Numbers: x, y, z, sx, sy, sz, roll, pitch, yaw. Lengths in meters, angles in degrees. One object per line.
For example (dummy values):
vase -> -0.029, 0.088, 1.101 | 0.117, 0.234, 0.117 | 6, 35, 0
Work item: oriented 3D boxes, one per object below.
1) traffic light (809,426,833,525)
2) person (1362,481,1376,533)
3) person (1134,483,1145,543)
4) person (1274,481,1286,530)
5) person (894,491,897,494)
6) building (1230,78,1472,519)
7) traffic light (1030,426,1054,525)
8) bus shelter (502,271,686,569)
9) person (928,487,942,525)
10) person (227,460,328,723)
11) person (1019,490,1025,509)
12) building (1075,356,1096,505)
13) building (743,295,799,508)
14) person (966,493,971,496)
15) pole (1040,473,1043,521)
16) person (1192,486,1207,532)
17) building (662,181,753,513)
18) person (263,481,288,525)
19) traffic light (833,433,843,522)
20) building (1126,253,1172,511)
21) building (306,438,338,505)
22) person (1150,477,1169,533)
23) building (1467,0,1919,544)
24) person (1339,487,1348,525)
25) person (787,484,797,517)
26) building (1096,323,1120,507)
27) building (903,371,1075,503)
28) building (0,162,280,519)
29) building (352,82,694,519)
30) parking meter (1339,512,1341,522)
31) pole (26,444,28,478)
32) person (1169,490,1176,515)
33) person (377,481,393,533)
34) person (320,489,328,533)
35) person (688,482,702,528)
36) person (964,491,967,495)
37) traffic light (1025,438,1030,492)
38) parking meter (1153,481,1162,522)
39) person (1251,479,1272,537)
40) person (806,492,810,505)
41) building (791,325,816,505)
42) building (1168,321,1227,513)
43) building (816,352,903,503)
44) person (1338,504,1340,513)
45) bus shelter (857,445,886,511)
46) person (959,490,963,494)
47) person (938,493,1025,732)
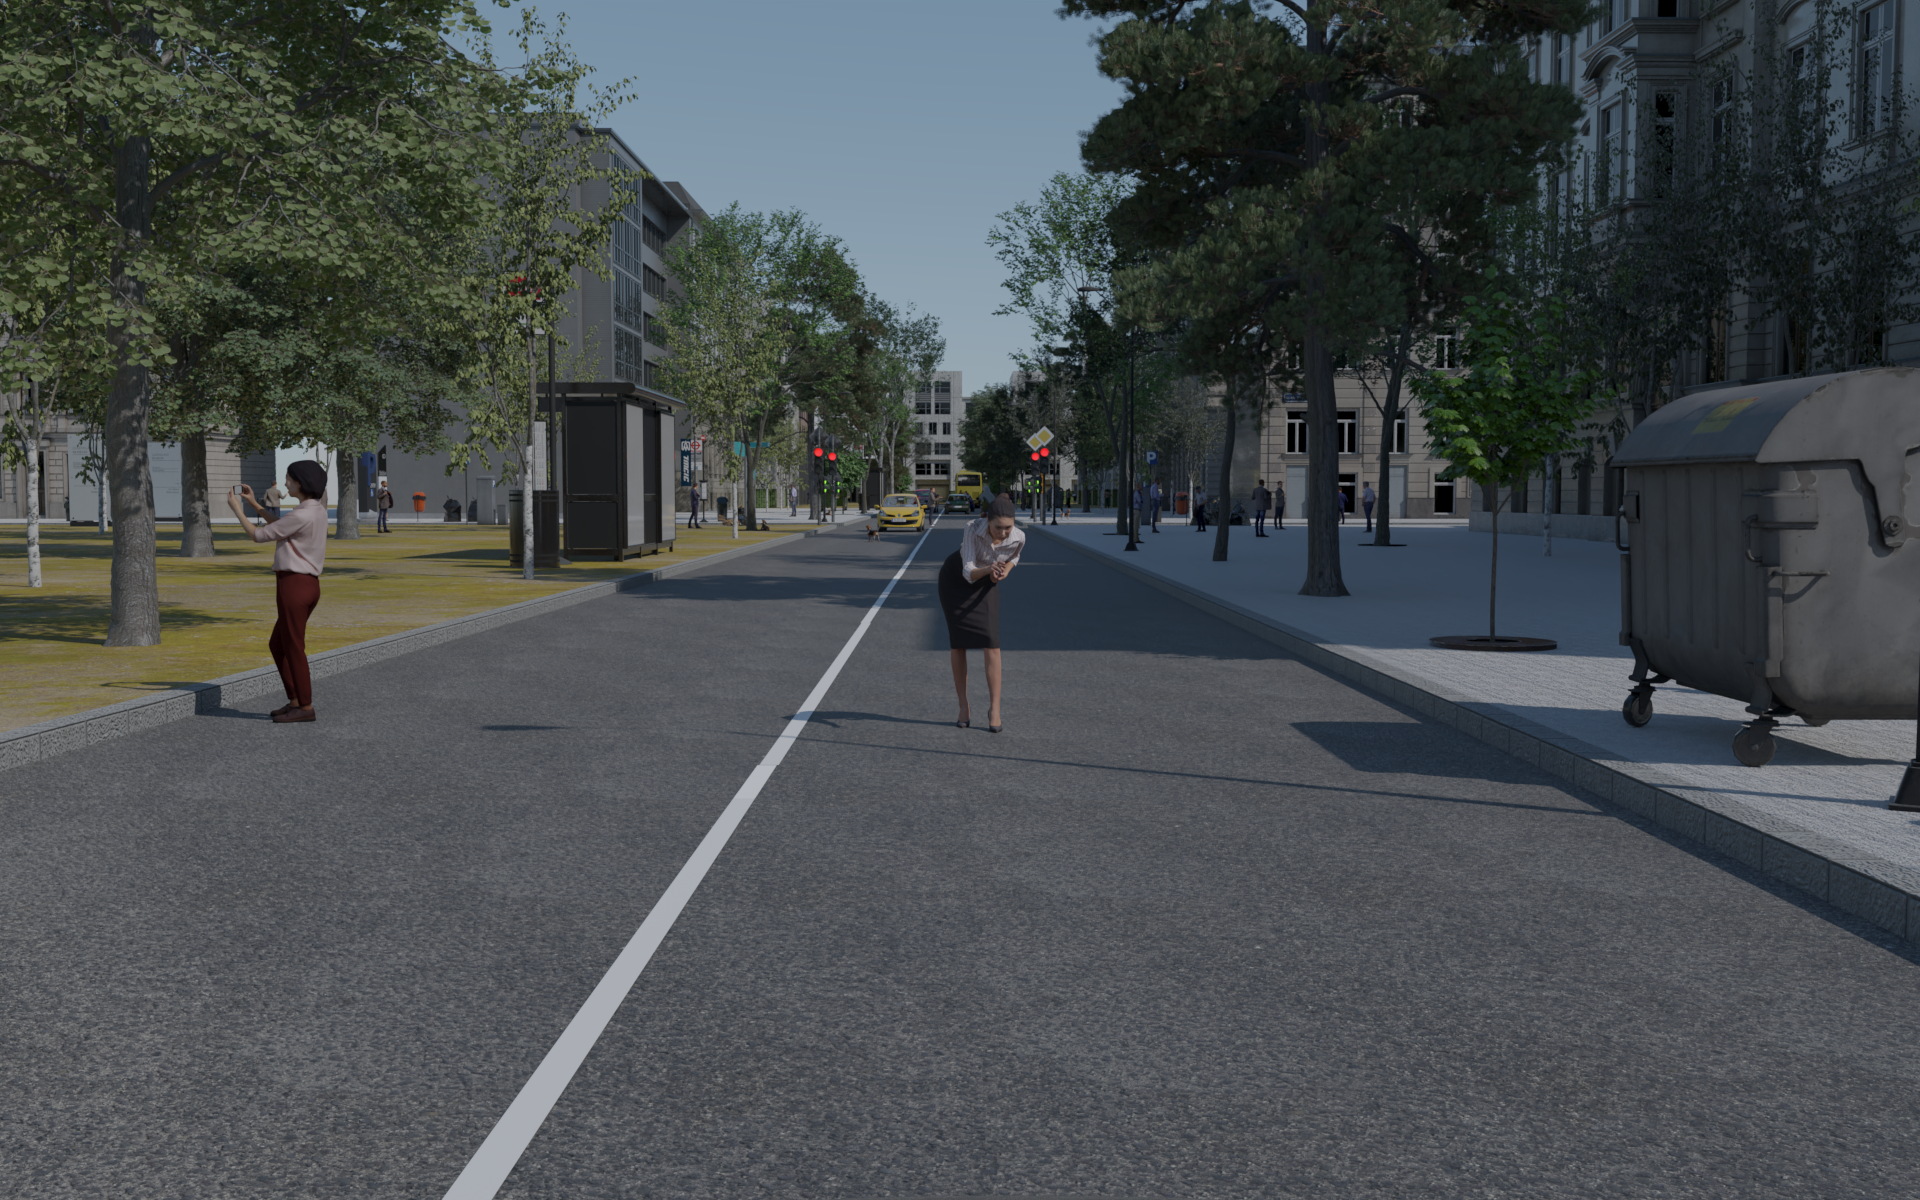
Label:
traffic light -> -5.739, -4.988, 70.804 | 0.839, 4.213, 0.868 | 0, 4, 0
person -> 13.570, -3.108, 57.799 | 0.756, 1.711, 0.436 | -2, 4, -35
person -> 4.672, -2.268, 45.193 | 0.319, 1.574, 0.516 | 0, 4, 8
person -> 11.645, -3.416, 62.431 | 0.617, 1.759, 0.750 | -2, 4, -34
person -> -7.454, -11.857, 200.569 | 0.621, 1.740, 0.551 | -3, 5, -43
building -> 27.518, -18.155, 94.090 | 25.104, 27.353, 12.463 | 0, 4, 0
traffic light -> 3.422, -4.991, 70.849 | 0.839, 4.213, 0.868 | 0, 4, 0
bus shelter -> -7.142, -3.442, 33.903 | 2.179, 5.291, 8.768 | 0, 3, 0
person -> -1.149, -4.389, 80.790 | 0.750, 1.759, 0.617 | 0, 4, 8
person -> -4.264, -0.057, 10.888 | 0.566, 1.644, 0.517 | 3, 4, 37
person -> 5.303, -8.503, 145.998 | 0.756, 1.711, 0.436 | -3, 5, -43
building -> 23.282, -20.576, 202.877 | 16.747, 18.905, 31.486 | 0, 4, 0
building -> -25.640, -18.556, 169.849 | 16.747, 18.905, 31.486 | 0, 4, 0
person -> 0.705, -8.094, 143.043 | 0.590, 1.554, 0.614 | 1, 4, 23
pole -> 3.880, -5.375, 81.719 | 0.158, 3.312, 0.155 | 0, 3, 0
person -> 8.158, -3.086, 58.718 | 0.590, 1.554, 0.614 | -2, 4, -25
building -> -25.663, -18.382, 133.836 | 16.112, 22.955, 30.059 | 0, 4, 0
person -> -24.446, -3.386, 61.931 | 0.617, 1.759, 0.750 | 1, 4, 9
traffic light -> -5.764, -5.477, 78.789 | 0.839, 4.213, 0.868 | 0, 4, 0
building -> 20.266, -21.054, 141.494 | 12.463, 27.353, 25.104 | 0, 4, 0
building -> -65.520, -16.681, 214.880 | 28.070, 9.664, 9.099 | 0, 4, 0
person -> 6.592, -3.138, 57.216 | 0.599, 1.838, 0.709 | 0, 4, -3
building -> 22.778, -13.645, 42.186 | 14.460, 24.649, 34.723 | 0, 4, 0
person -> 16.646, -4.083, 75.958 | 0.576, 1.737, 0.504 | -2, 4, -25
person -> -9.561, -5.630, 97.957 | 0.599, 1.838, 0.709 | 1, 4, 10
building -> 23.378, -18.648, 171.360 | 16.747, 18.905, 31.486 | 0, 4, 0
building -> 7.592, -23.898, 257.192 | 31.486, 18.905, 16.747 | 0, 4, 0
building -> -47.879, -14.005, 93.614 | 19.286, 19.102, 10.561 | 0, 4, 0
building -> -25.191, -17.414, 103.782 | 14.314, 24.678, 30.058 | 0, 4, 0
parking meter -> 17.551, -4.418, 80.639 | 0.372, 1.533, 0.369 | 0, 3, 0
pole -> -37.377, -4.633, 69.587 | 0.158, 3.312, 0.155 | 0, 3, 0
person -> 13.236, -6.047, 107.114 | 0.569, 1.553, 0.471 | 2, 4, 32
person -> -18.863, -3.057, 56.845 | 0.431, 1.722, 0.655 | 1, 4, 8
person -> -20.706, -3.021, 55.996 | 0.434, 1.755, 0.990 | 0, 4, 6
person -> -9.857, -3.513, 64.397 | 0.530, 1.710, 0.541 | -1, 4, -12
person -> 0.566, -8.540, 149.070 | 0.756, 1.711, 0.436 | -1, 4, -13
traffic light -> 3.397, -5.480, 78.834 | 0.839, 4.213, 0.868 | 0, 4, 0
parking meter -> 8.929, -4.444, 78.372 | 0.255, 1.863, 0.399 | -3, 4, -38
person -> 8.996, -2.731, 51.515 | 0.431, 1.722, 0.655 | -2, 4, -31
person -> -18.032, -12.266, 207.046 | 0.683, 1.767, 0.568 | -1, 4, -18
building -> -34.901, -22.103, 205.359 | 32.646, 21.610, 27.936 | 0, 4, 0
building -> 20.490, -17.752, 119.117 | 11.050, 23.489, 19.941 | 0, 4, 0
building -> -24.952, -25.596, 262.474 | 32.646, 21.610, 27.936 | 0, 4, 0
person -> 10.025, -2.335, 47.415 | 0.799, 1.438, 0.628 | 2, 4, 28
bus shelter -> -7.139, -9.771, 137.391 | 2.179, 5.291, 8.768 | 0, 3, 0
person -> 0.089, -9.691, 166.892 | 1.348, 1.831, 0.705 | -1, 4, -19
person -> 0.141, 0.077, 10.433 | 0.799, 1.438, 0.628 | 3, 5, 40
